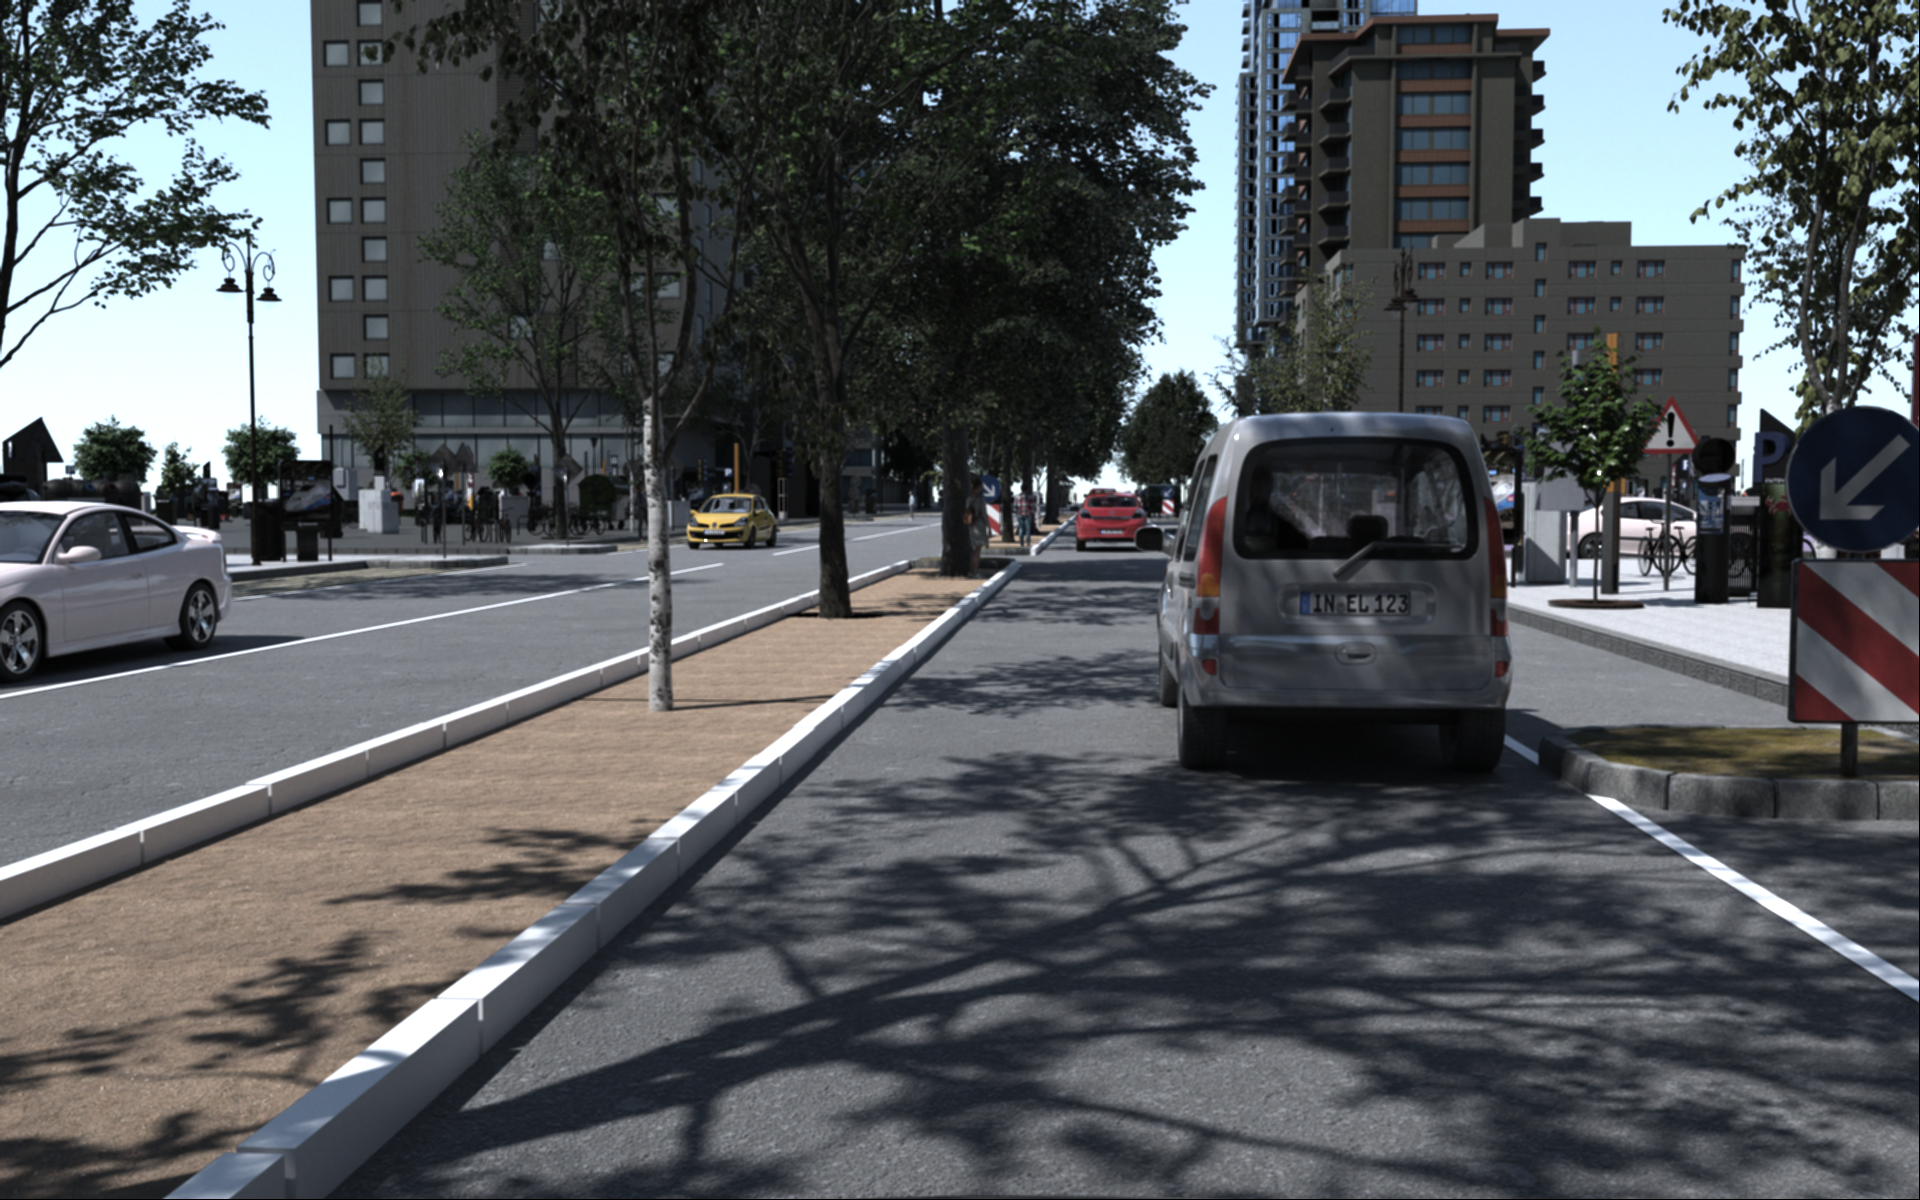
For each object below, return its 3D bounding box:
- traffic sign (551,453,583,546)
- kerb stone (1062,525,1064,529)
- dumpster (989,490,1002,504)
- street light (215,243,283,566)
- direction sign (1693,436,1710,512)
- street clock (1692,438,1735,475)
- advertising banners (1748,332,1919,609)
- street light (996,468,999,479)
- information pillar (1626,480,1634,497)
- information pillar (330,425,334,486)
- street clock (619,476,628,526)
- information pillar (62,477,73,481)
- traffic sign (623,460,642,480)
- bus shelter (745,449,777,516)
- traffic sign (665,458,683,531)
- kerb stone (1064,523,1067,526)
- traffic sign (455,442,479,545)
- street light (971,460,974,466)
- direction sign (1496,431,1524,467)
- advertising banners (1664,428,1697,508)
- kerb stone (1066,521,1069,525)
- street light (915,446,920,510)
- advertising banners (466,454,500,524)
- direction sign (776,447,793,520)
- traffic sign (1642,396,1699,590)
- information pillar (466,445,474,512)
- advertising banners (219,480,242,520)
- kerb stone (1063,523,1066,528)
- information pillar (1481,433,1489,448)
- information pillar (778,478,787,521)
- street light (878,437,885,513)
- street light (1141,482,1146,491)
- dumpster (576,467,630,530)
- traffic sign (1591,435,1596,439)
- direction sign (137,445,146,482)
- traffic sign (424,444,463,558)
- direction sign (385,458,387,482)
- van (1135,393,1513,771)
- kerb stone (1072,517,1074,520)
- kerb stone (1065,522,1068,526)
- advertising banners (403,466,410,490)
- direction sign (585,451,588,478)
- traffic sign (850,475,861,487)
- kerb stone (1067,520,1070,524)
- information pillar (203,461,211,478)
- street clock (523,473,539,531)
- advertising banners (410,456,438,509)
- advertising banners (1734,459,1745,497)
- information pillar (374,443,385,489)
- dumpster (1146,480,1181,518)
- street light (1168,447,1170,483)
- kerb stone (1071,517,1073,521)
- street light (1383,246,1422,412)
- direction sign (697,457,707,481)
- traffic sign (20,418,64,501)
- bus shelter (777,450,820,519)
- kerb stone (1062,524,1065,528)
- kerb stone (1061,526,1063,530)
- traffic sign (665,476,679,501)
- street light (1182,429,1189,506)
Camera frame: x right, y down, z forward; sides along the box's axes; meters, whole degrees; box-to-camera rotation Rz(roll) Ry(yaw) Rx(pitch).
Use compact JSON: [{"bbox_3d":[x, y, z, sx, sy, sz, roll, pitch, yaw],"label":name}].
[{"bbox_3d":[-9.612,-2.371,42.415,0.795,2.450,0.064,0,4,5],"label":"traffic sign"},{"bbox_3d":[3.851,-2.727,66.792,0.120,0.150,1.000,0,4,5],"label":"kerb stone"},{"bbox_3d":[4.115,-12.156,206.971,1.865,1.857,1.264,0,4,6],"label":"dumpster"},{"bbox_3d":[-12.641,-3.557,30.944,0.468,5.910,1.993,0,4,5],"label":"street light"},{"bbox_3d":[28.707,-4.610,67.362,0.379,3.537,0.876,-3,4,-37],"label":"direction sign"},{"bbox_3d":[9.759,-1.095,22.480,0.471,2.002,0.358,0,4,0],"label":"street clock"},{"bbox_3d":[9.849,-1.398,19.047,2.074,3.025,0.090,2,4,25],"label":"advertising banners"},{"bbox_3d":[5.422,-16.954,249.992,0.468,5.910,1.993,0,4,5],"label":"street light"},{"bbox_3d":[35.873,-5.401,92.801,0.304,2.012,0.304,0,4,3],"label":"information pillar"},{"bbox_3d":[-21.241,-4.113,58.604,0.183,3.616,0.504,-1,4,-19],"label":"information pillar"},{"bbox_3d":[-13.245,-3.862,67.721,0.471,2.002,0.358,-2,4,-25],"label":"street clock"},{"bbox_3d":[-38.739,-4.329,75.263,0.304,2.012,0.304,1,4,18],"label":"information pillar"},{"bbox_3d":[-12.077,-3.899,63.859,0.768,2.556,0.104,1,4,11],"label":"traffic sign"},{"bbox_3d":[-10.061,-6.225,93.056,1.731,3.624,6.357,0,4,5],"label":"bus shelter"},{"bbox_3d":[-10.016,-3.686,60.367,0.768,2.556,0.104,1,4,11],"label":"traffic sign"},{"bbox_3d":[4.188,-2.976,70.879,0.120,0.150,1.000,0,4,5],"label":"kerb stone"},{"bbox_3d":[-12.443,-2.652,43.364,0.884,2.594,0.081,1,4,14],"label":"traffic sign"},{"bbox_3d":[1.457,-14.043,202.386,0.468,5.910,1.993,0,4,5],"label":"street light"},{"bbox_3d":[19.781,-4.296,62.235,0.876,3.537,0.379,1,4,12],"label":"direction sign"},{"bbox_3d":[18.824,-3.000,45.232,0.090,3.025,2.074,3,5,43],"label":"advertising banners"},{"bbox_3d":[4.526,-3.226,74.979,0.120,0.150,1.000,0,4,5],"label":"kerb stone"},{"bbox_3d":[-3.467,-10.375,142.416,0.468,5.910,1.993,0,4,5],"label":"street light"},{"bbox_3d":[-20.801,-4.847,75.440,2.074,3.025,0.090,2,4,31],"label":"advertising banners"},{"bbox_3d":[-8.552,-5.653,84.418,0.876,3.537,0.379,-2,4,-32],"label":"direction sign"},{"bbox_3d":[9.423,-1.409,23.037,0.884,2.594,0.081,1,4,9],"label":"traffic sign"},{"bbox_3d":[-23.435,-5.594,82.823,0.183,3.616,0.504,-3,5,-42],"label":"information pillar"},{"bbox_3d":[-35.536,-5.335,83.415,2.074,3.025,0.090,-1,4,-9],"label":"advertising banners"},{"bbox_3d":[4.101,-2.915,69.861,0.120,0.150,1.000,0,4,5],"label":"kerb stone"},{"bbox_3d":[20.032,-4.578,66.210,0.183,3.616,0.504,-1,4,-14],"label":"information pillar"},{"bbox_3d":[-8.315,-4.699,81.319,0.304,2.012,0.304,2,4,26],"label":"information pillar"},{"bbox_3d":[-5.410,-8.946,119.057,0.468,5.910,1.993,0,4,5],"label":"street light"},{"bbox_3d":[26.280,-17.012,250.927,0.468,5.910,1.993,0,4,5],"label":"street light"},{"bbox_3d":[-12.795,-3.644,62.069,1.502,2.255,1.985,0,4,5],"label":"dumpster"},{"bbox_3d":[9.754,-1.470,26.158,0.606,2.300,0.079,1,4,11],"label":"traffic sign"},{"bbox_3d":[-35.753,-5.084,75.113,0.876,3.537,0.379,0,4,-2],"label":"direction sign"},{"bbox_3d":[-10.266,-1.885,34.457,0.795,2.450,0.064,0,4,5],"label":"traffic sign"},{"bbox_3d":[-36.021,-7.100,108.078,0.876,3.537,0.379,2,4,34],"label":"direction sign"},{"bbox_3d":[2.070,-0.205,10.366,2.013,2.044,4.112,0,4,4],"label":"van"},{"bbox_3d":[5.539,-3.978,87.235,0.120,0.150,1.000,0,4,5],"label":"kerb stone"},{"bbox_3d":[4.354,-3.103,72.934,0.120,0.150,1.000,0,4,5],"label":"kerb stone"},{"bbox_3d":[-33.969,-6.901,109.024,2.074,3.025,0.090,-2,4,-32],"label":"advertising banners"},{"bbox_3d":[-19.916,-6.136,92.321,0.379,3.537,0.876,-1,4,-20],"label":"direction sign"},{"bbox_3d":[-7.079,-7.185,117.579,0.768,2.556,0.104,0,4,7],"label":"traffic sign"},{"bbox_3d":[4.691,-3.353,77.020,0.120,0.150,1.000,0,4,5],"label":"kerb stone"},{"bbox_3d":[-52.121,-7.865,119.949,0.504,3.616,0.183,-1,4,-10],"label":"information pillar"},{"bbox_3d":[-14.788,-3.374,59.743,0.471,2.002,0.358,1,4,15],"label":"street clock"},{"bbox_3d":[-24.816,-5.155,80.471,0.090,3.025,2.074,1,4,12],"label":"advertising banners"},{"bbox_3d":[38.252,-5.434,85.041,0.090,3.025,2.074,3,4,36],"label":"advertising banners"},{"bbox_3d":[-26.618,-5.391,79.499,0.504,3.616,0.183,1,4,10],"label":"information pillar"},{"bbox_3d":[11.720,-5.790,99.621,1.985,2.255,1.502,0,4,4],"label":"dumpster"},{"bbox_3d":[17.432,-10.480,144.139,0.468,5.910,1.993,0,4,5],"label":"street light"},{"bbox_3d":[5.438,-3.915,86.213,0.120,0.150,1.000,0,4,5],"label":"kerb stone"},{"bbox_3d":[8.279,-3.653,32.516,0.468,5.910,1.993,0,4,5],"label":"street light"},{"bbox_3d":[-15.936,-7.047,107.209,0.876,3.537,0.379,3,5,40],"label":"direction sign"},{"bbox_3d":[-15.640,-1.804,29.497,0.884,2.594,0.081,1,4,14],"label":"traffic sign"},{"bbox_3d":[-8.244,-6.228,93.108,1.731,3.624,6.357,0,4,5],"label":"bus shelter"},{"bbox_3d":[3.927,-2.791,67.824,0.120,0.150,1.000,0,4,5],"label":"kerb stone"},{"bbox_3d":[3.693,-2.603,64.754,0.120,0.150,1.000,0,4,5],"label":"kerb stone"},{"bbox_3d":[-11.602,-4.258,69.718,0.768,2.556,0.104,1,4,13],"label":"traffic sign"},{"bbox_3d":[15.595,-9.012,120.126,0.468,5.910,1.993,0,4,5],"label":"street light"}]
